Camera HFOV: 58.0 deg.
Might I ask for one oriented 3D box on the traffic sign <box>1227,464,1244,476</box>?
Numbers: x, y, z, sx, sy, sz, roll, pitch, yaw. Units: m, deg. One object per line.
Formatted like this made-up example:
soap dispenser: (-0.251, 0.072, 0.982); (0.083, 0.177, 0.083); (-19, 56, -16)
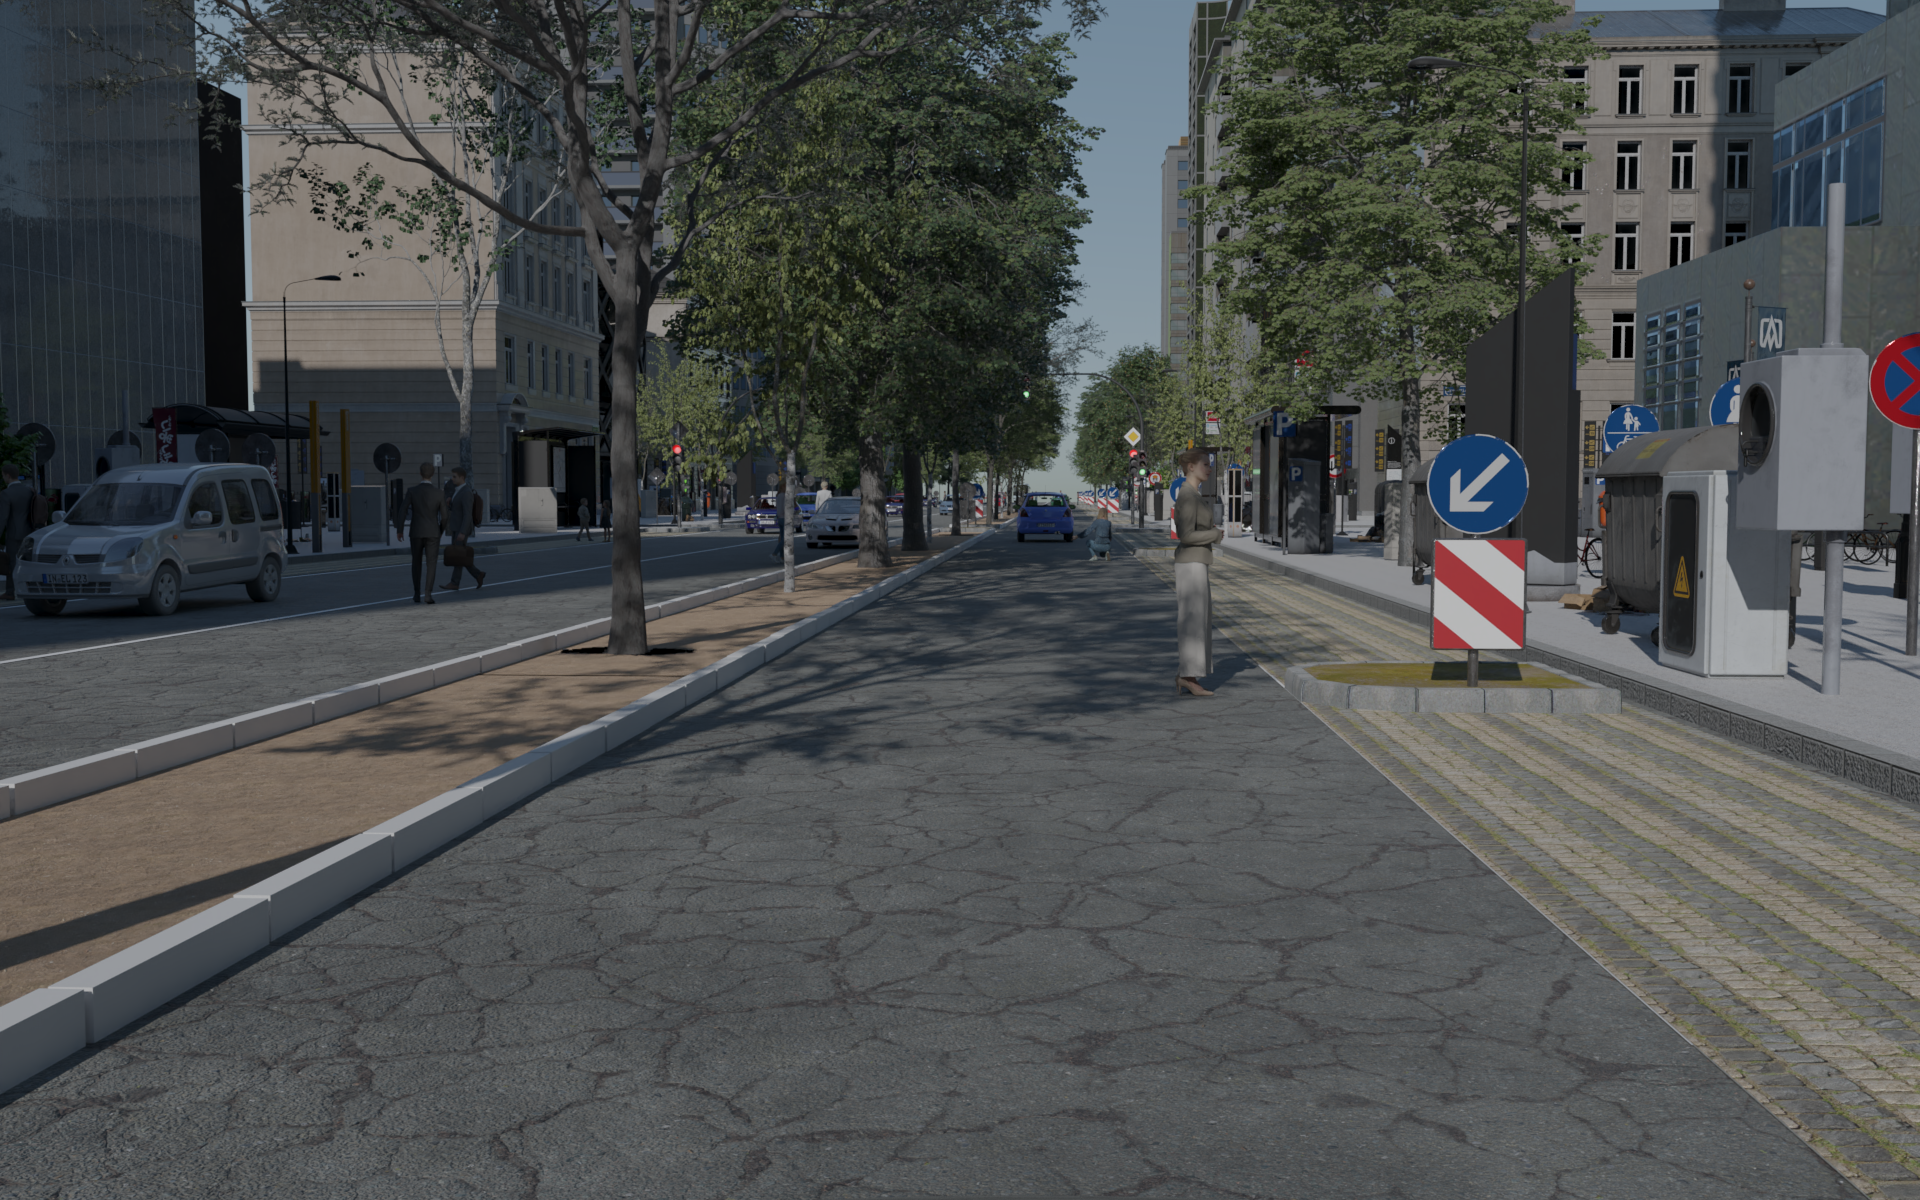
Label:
traffic sign: (11.476, -4.418, 72.340); (0.768, 2.556, 0.104); (0, 4, 5)

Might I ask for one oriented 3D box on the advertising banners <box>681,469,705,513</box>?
advertising banners: (-18.973, -7.734, 122.634); (2.074, 3.025, 0.090); (-2, 4, -31)

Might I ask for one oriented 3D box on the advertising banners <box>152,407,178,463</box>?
advertising banners: (-15.268, -2.367, 34.895); (2.074, 3.025, 0.090); (0, 4, 7)

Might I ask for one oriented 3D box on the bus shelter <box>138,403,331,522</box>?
bus shelter: (-17.163, -2.904, 41.403); (2.014, 3.302, 5.546); (0, 4, 3)

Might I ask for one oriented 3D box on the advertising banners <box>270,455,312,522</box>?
advertising banners: (-30.152, -4.999, 77.919); (0.090, 3.025, 2.074); (3, 5, 42)

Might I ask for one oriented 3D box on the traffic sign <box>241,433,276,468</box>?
traffic sign: (-14.700, -2.214, 36.301); (0.768, 2.556, 0.104); (0, 4, 7)

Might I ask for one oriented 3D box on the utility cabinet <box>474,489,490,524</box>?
utility cabinet: (-20.832, -4.023, 74.461); (1.173, 1.500, 0.318); (1, 4, 8)

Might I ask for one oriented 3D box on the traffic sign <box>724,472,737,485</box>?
traffic sign: (-13.216, -6.092, 99.714); (0.768, 2.556, 0.104); (1, 4, 12)

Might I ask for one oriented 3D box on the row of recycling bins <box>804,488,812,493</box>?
row of recycling bins: (-11.442, -7.003, 121.606); (1.069, 1.692, 3.534); (-2, 4, -31)

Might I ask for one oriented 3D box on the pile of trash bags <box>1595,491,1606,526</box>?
pile of trash bags: (15.201, -2.127, 44.527); (3.447, 1.369, 1.912); (1, 4, 12)

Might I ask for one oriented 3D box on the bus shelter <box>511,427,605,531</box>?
bus shelter: (-14.644, -4.414, 63.458); (1.731, 3.624, 6.357); (0, 4, 4)

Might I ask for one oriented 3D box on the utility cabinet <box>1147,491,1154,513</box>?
utility cabinet: (12.682, -6.557, 115.893); (0.318, 1.500, 1.173); (-1, 4, -9)

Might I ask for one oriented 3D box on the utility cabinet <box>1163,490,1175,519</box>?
utility cabinet: (10.398, -4.753, 86.384); (0.318, 1.500, 1.173); (-3, 4, -39)

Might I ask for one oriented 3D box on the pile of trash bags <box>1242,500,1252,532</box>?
pile of trash bags: (10.652, -3.029, 59.270); (1.912, 1.369, 3.447); (2, 4, 28)

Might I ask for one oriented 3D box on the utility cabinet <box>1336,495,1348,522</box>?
utility cabinet: (17.644, -4.209, 79.977); (0.306, 1.237, 1.020); (2, 4, 27)

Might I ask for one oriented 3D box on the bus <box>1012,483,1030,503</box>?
bus: (10.489, -18.375, 295.288); (2.948, 3.499, 13.247); (0, 4, 4)

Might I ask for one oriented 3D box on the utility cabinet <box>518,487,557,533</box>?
utility cabinet: (-13.773, -2.926, 56.519); (1.173, 1.500, 0.318); (-2, 4, -28)

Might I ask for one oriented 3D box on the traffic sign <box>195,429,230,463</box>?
traffic sign: (-14.596, -2.061, 33.809); (0.768, 2.556, 0.104); (1, 4, 12)

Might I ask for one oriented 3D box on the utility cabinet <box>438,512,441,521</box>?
utility cabinet: (-24.832, -4.362, 82.481); (0.306, 1.237, 1.020); (0, 4, -8)

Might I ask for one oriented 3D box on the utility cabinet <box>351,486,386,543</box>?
utility cabinet: (-15.520, -2.240, 45.303); (1.173, 1.500, 0.318); (1, 4, 23)

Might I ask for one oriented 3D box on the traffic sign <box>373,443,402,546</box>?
traffic sign: (-14.207, -2.621, 42.957); (0.768, 2.556, 0.104); (1, 4, 11)

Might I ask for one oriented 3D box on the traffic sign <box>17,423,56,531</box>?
traffic sign: (-16.505, -1.884, 30.912); (0.768, 2.556, 0.104); (0, 4, 4)

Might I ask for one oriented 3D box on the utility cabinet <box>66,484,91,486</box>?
utility cabinet: (-18.668, -1.749, 37.269); (1.173, 1.500, 0.318); (1, 4, 22)

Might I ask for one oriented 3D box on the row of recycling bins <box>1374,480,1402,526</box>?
row of recycling bins: (12.591, -2.624, 50.009); (1.069, 1.692, 3.534); (0, 4, 5)

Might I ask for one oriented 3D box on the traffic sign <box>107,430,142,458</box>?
traffic sign: (-16.557, -2.093, 34.322); (0.768, 2.556, 0.104); (1, 4, 10)

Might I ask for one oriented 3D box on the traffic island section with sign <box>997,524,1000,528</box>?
traffic island section with sign: (0.702, -3.973, 73.100); (2.006, 1.907, 1.989); (0, 4, 3)

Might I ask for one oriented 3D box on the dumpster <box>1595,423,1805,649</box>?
dumpster: (6.407, -0.567, 15.033); (1.264, 1.857, 1.865); (0, 4, 4)

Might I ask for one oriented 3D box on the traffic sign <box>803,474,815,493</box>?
traffic sign: (-9.827, -6.878, 112.553); (0.768, 2.556, 0.104); (1, 4, 10)

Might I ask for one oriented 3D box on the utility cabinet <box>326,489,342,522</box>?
utility cabinet: (-28.277, -4.297, 78.932); (1.173, 1.500, 0.318); (-3, 5, -40)

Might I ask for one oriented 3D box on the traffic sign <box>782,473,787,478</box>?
traffic sign: (-10.330, -6.348, 103.902); (0.768, 2.556, 0.104); (0, 4, 5)

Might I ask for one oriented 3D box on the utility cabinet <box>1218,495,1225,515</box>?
utility cabinet: (15.778, -5.707, 104.475); (0.306, 1.237, 1.020); (0, 4, -4)

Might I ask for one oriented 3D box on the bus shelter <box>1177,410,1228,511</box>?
bus shelter: (11.317, -6.320, 80.961); (2.179, 5.291, 8.768); (0, 4, 3)

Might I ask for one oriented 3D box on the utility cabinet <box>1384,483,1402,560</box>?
utility cabinet: (8.832, -1.527, 33.648); (1.173, 1.500, 0.318); (-1, 4, -17)

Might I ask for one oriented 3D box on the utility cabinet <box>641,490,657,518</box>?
utility cabinet: (-16.553, -5.107, 92.174); (0.318, 1.500, 1.173); (1, 4, 19)

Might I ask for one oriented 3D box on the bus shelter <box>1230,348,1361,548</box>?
bus shelter: (8.667, -4.132, 45.184); (2.179, 5.291, 8.768); (0, 4, 3)

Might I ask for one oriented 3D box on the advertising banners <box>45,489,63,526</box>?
advertising banners: (-22.417, -2.761, 41.324); (2.074, 3.025, 0.090); (0, 4, -1)

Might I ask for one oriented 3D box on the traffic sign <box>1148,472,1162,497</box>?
traffic sign: (11.181, -6.065, 99.270); (0.768, 2.556, 0.104); (1, 4, 10)

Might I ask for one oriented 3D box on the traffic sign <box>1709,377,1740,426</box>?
traffic sign: (8.484, -1.141, 18.761); (0.768, 2.556, 0.104); (1, 4, 9)

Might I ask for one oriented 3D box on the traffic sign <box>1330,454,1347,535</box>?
traffic sign: (11.861, -3.346, 54.808); (0.768, 2.556, 0.104); (0, 4, 5)

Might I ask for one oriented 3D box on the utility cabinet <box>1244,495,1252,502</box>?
utility cabinet: (18.620, -6.281, 113.861); (0.306, 1.237, 1.020); (-2, 4, -33)

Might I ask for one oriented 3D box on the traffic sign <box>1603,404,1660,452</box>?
traffic sign: (9.535, -1.503, 24.683); (0.768, 2.556, 0.104); (0, 4, 7)

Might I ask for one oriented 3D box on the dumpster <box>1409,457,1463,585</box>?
dumpster: (6.903, -1.088, 23.553); (1.264, 1.857, 1.865); (0, 4, 3)

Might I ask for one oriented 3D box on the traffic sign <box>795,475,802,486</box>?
traffic sign: (-11.149, -7.203, 117.769); (0.884, 2.594, 0.081); (1, 4, 9)

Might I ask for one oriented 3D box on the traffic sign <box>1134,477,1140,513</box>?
traffic sign: (12.178, -7.260, 118.800); (0.768, 2.556, 0.104); (1, 4, 12)

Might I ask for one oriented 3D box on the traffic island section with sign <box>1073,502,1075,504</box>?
traffic island section with sign: (17.769, -15.027, 254.321); (1.989, 1.847, 2.006); (0, 4, 3)

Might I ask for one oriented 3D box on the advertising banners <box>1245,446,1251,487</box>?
advertising banners: (10.697, -4.061, 62.589); (0.090, 3.025, 2.074); (-1, 4, -14)

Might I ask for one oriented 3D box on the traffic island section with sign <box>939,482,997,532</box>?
traffic island section with sign: (0.252, -3.521, 65.707); (2.006, 1.907, 1.989); (0, 4, 3)

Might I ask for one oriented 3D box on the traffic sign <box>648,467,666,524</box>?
traffic sign: (-12.902, -4.439, 73.757); (0.795, 2.450, 0.064); (0, 4, 6)

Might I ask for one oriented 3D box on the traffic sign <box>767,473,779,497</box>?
traffic sign: (-11.486, -6.487, 106.171); (0.768, 2.556, 0.104); (1, 4, 12)

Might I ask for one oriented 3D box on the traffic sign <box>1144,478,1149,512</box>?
traffic sign: (11.151, -6.270, 104.649); (0.606, 2.300, 0.079); (1, 4, 8)

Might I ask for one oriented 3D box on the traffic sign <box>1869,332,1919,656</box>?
traffic sign: (7.560, -0.831, 13.688); (0.768, 2.556, 0.104); (1, 4, 13)

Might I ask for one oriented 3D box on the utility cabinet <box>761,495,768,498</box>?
utility cabinet: (-12.209, -6.115, 111.134); (1.020, 1.237, 0.306); (0, 4, 5)

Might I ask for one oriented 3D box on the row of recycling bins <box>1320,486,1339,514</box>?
row of recycling bins: (18.058, -4.940, 87.877); (3.534, 1.692, 1.069); (-3, 5, -43)

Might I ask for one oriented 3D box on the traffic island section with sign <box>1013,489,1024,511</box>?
traffic island section with sign: (5.157, -8.561, 148.107); (2.006, 1.907, 1.989); (0, 4, 3)
